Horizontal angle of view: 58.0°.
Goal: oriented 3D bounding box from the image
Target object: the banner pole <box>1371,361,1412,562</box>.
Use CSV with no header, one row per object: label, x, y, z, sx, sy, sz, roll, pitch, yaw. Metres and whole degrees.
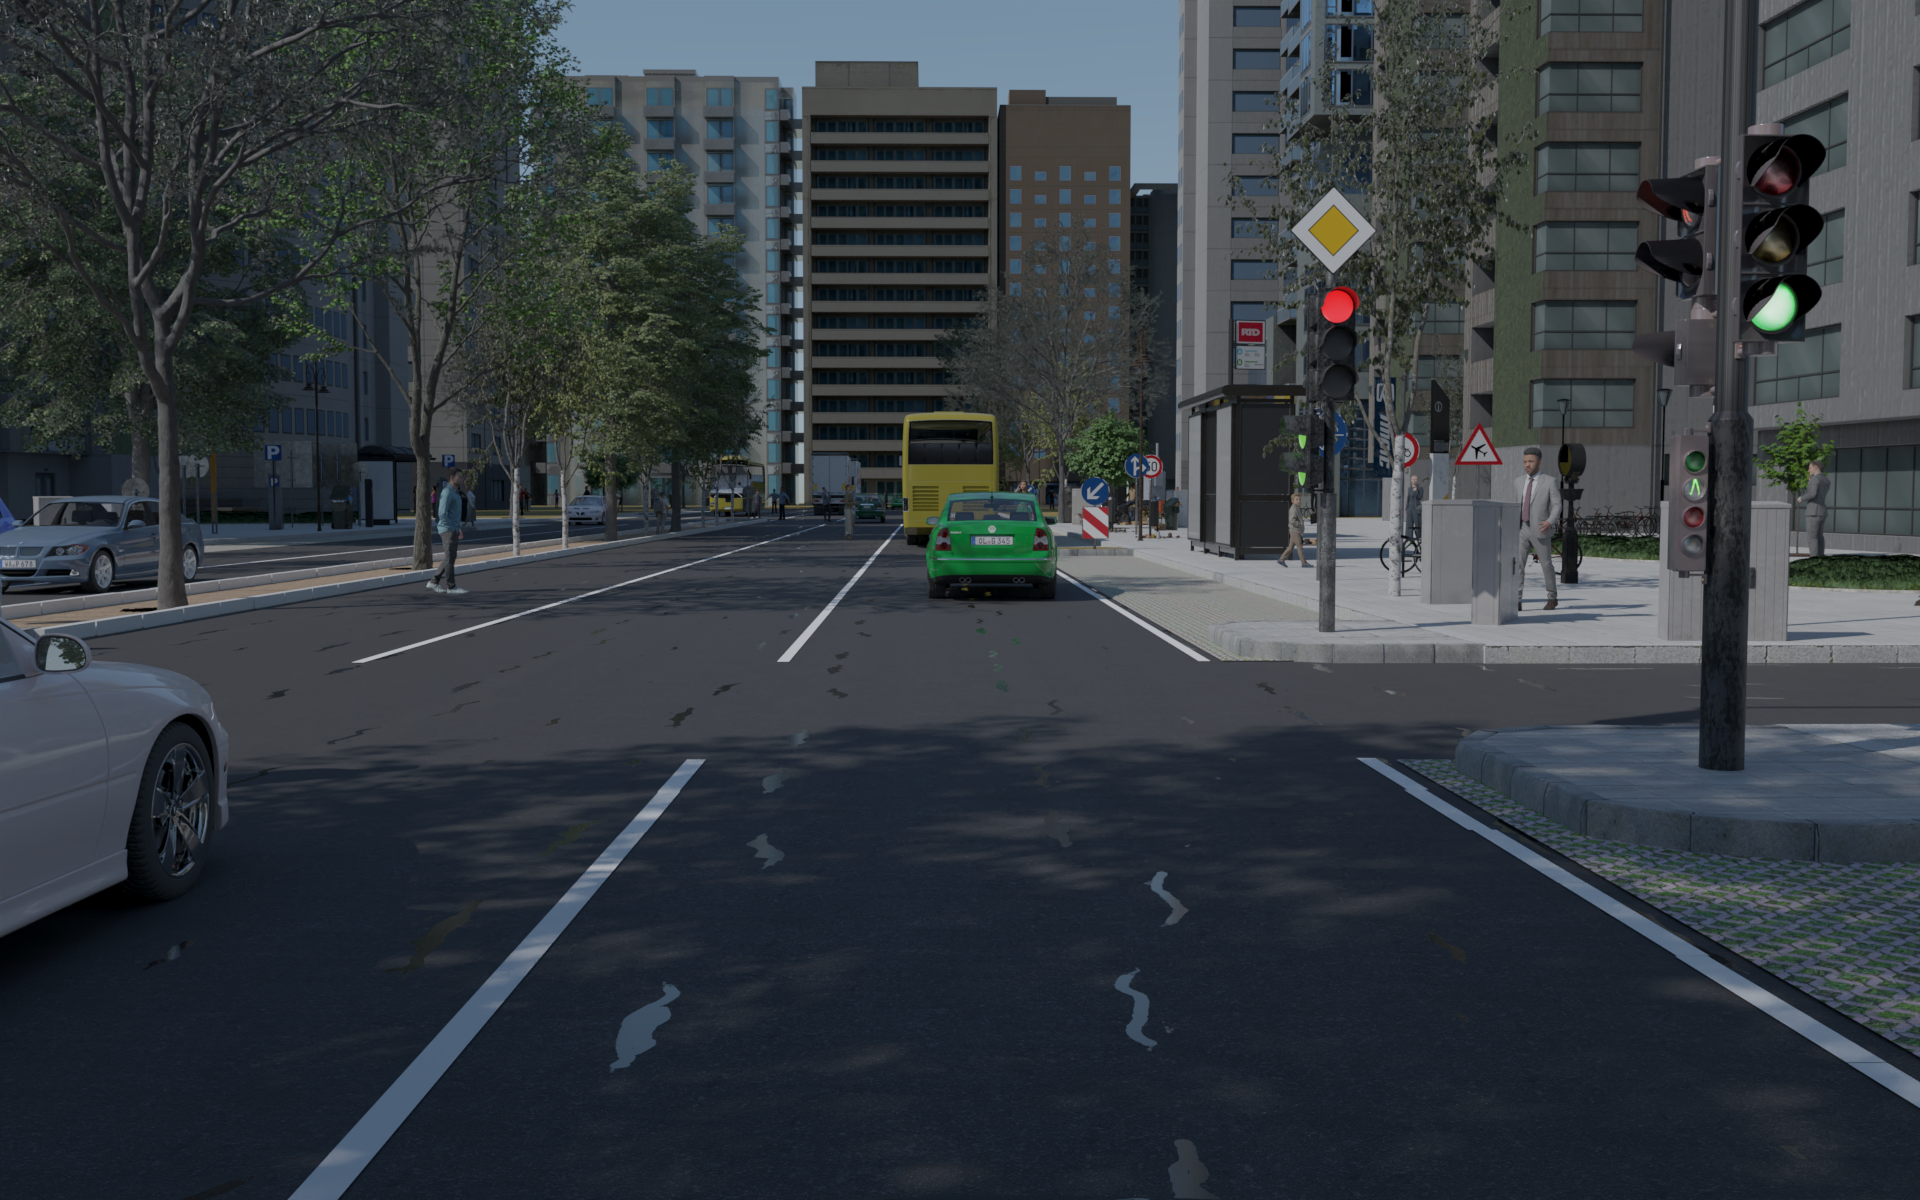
banner pole,8.134,-2.606,32.619,0.863,3.779,0.401,-1,4,-18

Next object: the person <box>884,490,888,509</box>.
person,-7.037,-9.555,164.868,0.705,1.807,1.348,-1,4,-11

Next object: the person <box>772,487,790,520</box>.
person,-9.882,-5.352,95.988,1.348,1.826,0.705,3,4,36

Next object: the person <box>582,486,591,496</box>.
person,-24.084,-6.455,111.603,0.705,1.821,1.348,-3,5,-42

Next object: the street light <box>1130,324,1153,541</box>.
street light,4.943,-4.556,47.276,0.468,5.910,1.993,0,4,-1

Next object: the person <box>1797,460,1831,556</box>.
person,14.217,-1.411,28.923,0.655,1.846,0.447,-3,5,-43

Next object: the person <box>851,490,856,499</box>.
person,-8.066,-7.521,132.204,1.217,1.736,0.721,3,4,38

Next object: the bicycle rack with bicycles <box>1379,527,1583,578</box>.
bicycle rack with bicycles,7.953,-0.836,27.055,2.925,0.926,2.852,2,4,33

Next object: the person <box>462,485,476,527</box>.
person,-19.802,-3.741,69.891,0.641,1.798,0.478,0,4,7

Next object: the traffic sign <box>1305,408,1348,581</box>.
traffic sign,5.320,-1.559,25.589,0.768,2.556,0.104,0,4,-1

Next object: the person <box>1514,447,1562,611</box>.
person,6.310,-0.776,19.006,0.850,1.792,0.678,-3,5,-42

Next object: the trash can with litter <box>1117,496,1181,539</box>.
trash can with litter,5.924,-2.416,50.552,1.678,1.210,2.233,2,4,32

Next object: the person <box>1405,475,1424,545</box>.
person,11.580,-2.304,44.129,0.576,1.772,0.534,2,4,33

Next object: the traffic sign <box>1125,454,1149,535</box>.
traffic sign,5.576,-3.338,54.683,0.768,2.556,0.104,0,4,0

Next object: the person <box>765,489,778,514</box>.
person,-13.620,-7.248,126.995,1.348,1.826,0.705,-1,4,-14

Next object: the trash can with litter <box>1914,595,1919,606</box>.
trash can with litter,10.556,-0.424,18.314,0.624,1.170,1.055,-1,4,-11

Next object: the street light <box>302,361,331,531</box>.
street light,-22.123,-5.312,59.643,0.468,5.910,1.993,0,4,-1

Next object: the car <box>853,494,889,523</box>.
car,-4.659,-4.610,87.169,2.131,1.459,4.920,0,4,-3

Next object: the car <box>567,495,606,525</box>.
car,-17.393,-4.219,81.338,2.083,1.381,4.827,0,4,-2

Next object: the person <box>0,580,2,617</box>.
person,-4.605,0.044,8.002,0.641,1.798,0.478,-3,5,-44

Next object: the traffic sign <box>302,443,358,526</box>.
traffic sign,-25.111,-4.595,68.995,2.265,3.308,0.079,0,4,3

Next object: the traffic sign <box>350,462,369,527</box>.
traffic sign,-23.623,-4.160,68.120,0.768,2.556,0.104,0,4,1

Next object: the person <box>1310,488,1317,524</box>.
person,11.072,-2.892,53.294,0.622,1.834,0.822,2,4,27

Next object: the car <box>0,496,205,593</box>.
car,-13.268,-0.893,26.608,2.014,1.417,4.499,0,4,1

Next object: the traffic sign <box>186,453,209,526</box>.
traffic sign,-23.753,-3.294,53.959,0.768,2.556,0.104,1,4,8

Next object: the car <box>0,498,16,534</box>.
car,-16.159,-1.058,26.891,1.945,1.707,3.694,0,4,1

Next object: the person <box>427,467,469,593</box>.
person,-7.421,-1.010,25.038,0.620,1.820,0.660,-1,4,-10

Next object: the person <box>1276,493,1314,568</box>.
person,5.836,-1.212,30.126,0.640,1.303,0.475,0,4,8

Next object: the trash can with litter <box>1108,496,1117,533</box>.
trash can with litter,5.048,-2.880,58.142,1.678,1.210,2.233,0,4,-5

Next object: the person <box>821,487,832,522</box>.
person,-6.954,-4.999,90.420,0.592,1.802,0.473,-1,4,-16

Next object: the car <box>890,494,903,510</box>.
car,-5.360,-9.078,157.226,1.959,1.807,4.718,0,4,-1

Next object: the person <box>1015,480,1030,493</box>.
person,1.658,-2.201,44.735,0.600,1.795,0.529,1,4,12

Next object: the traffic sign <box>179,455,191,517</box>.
traffic sign,-25.458,-3.469,56.824,0.768,2.556,0.104,0,4,2

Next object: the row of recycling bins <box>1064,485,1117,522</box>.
row of recycling bins,5.977,-4.387,78.833,1.069,1.692,3.534,3,5,42

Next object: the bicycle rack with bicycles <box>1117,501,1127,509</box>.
bicycle rack with bicycles,7.357,-4.680,89.907,2.852,0.926,2.925,0,4,-1

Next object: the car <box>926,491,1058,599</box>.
car,0.460,-0.997,25.097,1.959,1.807,4.718,0,4,1

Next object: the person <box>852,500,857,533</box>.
person,-4.027,-3.112,64.395,0.382,1.210,0.505,1,4,19

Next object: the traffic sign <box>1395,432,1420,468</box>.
traffic sign,8.917,-2.143,35.150,0.768,2.556,0.104,0,4,2

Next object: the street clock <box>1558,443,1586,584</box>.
street clock,8.739,-1.236,24.781,0.358,2.002,0.471,0,4,-3

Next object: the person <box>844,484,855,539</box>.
person,-3.555,-2.856,55.744,0.362,1.759,0.519,0,4,-2

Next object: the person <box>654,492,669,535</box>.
person,-9.973,-2.848,57.661,0.503,1.515,0.523,-2,4,-27

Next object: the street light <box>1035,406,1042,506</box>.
street light,4.144,-7.206,90.604,0.468,5.910,1.993,0,4,-1

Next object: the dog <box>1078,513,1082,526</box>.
dog,5.024,-3.249,69.950,0.406,0.507,0.540,1,4,23

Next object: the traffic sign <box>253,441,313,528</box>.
traffic sign,-25.770,-4.408,65.939,2.265,3.308,0.079,0,4,3

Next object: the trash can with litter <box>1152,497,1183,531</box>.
trash can with litter,7.302,-3.030,60.927,1.055,1.170,0.624,-3,5,-39

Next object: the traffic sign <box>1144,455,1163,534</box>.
traffic sign,6.177,-3.425,56.105,0.768,2.556,0.104,0,4,7

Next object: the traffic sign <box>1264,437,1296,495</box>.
traffic sign,7.985,-3.258,47.141,2.265,3.308,0.079,0,4,4

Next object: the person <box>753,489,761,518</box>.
person,-11.524,-5.468,98.821,0.530,1.710,0.541,-1,4,-11

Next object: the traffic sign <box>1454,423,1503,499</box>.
traffic sign,9.468,-1.938,31.687,0.884,2.594,0.081,0,4,1

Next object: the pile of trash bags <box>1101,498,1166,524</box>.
pile of trash bags,7.299,-3.937,74.117,3.447,1.369,1.912,3,4,38

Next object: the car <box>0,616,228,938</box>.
car,-3.647,0.471,4.661,2.083,1.381,4.827,0,4,-1
